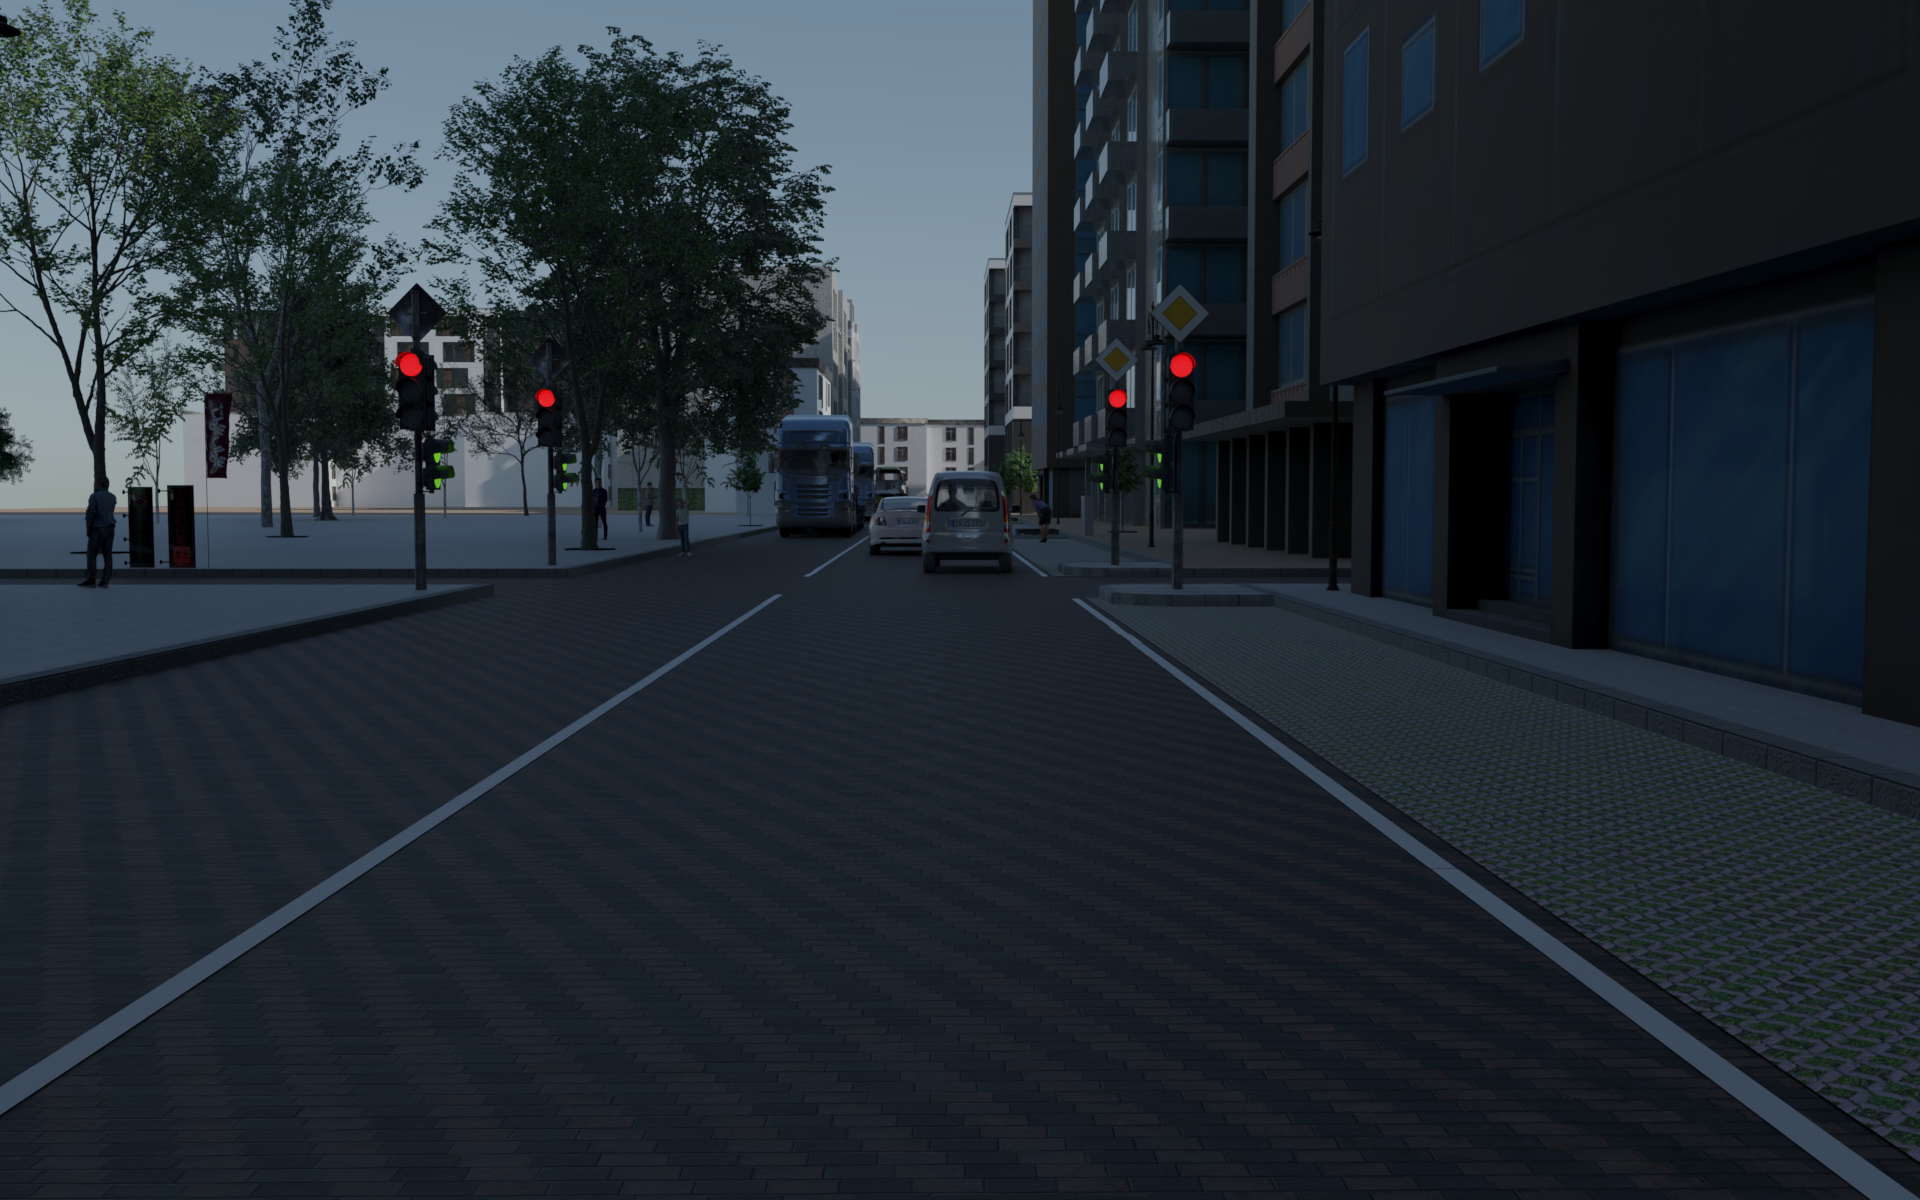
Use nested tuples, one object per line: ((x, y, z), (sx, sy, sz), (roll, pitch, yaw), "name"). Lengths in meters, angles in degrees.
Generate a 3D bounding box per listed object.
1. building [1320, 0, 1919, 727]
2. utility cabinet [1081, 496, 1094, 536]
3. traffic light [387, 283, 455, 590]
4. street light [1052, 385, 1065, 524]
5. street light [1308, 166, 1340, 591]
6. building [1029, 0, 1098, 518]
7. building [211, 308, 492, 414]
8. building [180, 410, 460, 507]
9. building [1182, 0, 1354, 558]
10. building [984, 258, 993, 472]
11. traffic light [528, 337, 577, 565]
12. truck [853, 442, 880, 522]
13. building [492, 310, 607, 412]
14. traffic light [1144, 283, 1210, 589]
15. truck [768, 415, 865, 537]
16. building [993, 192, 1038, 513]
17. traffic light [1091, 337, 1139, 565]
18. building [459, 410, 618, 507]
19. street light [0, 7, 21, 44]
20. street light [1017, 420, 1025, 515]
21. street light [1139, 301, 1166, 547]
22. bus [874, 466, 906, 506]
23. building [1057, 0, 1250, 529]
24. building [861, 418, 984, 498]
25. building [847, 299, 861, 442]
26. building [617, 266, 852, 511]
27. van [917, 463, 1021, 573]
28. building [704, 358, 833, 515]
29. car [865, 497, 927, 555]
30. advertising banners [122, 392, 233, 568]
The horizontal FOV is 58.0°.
((11.727, -22.288, 14.521), (14.600, 45.320, 14.200), (0, 4, -1), "building")
((3.973, -2.616, 53.938), (0.306, 1.237, 1.020), (0, 4, -2), "utility cabinet")
((-7.206, -2.090, 23.092), (0.839, 4.253, 0.868), (0, 4, -1), "traffic light")
((4.179, -6.163, 73.551), (0.468, 5.910, 1.993), (0, 4, -1), "street light")
((4.965, -3.064, 22.885), (0.468, 5.910, 1.993), (0, 4, -1), "street light")
((11.404, -27.404, 98.163), (14.600, 45.320, 14.200), (0, 4, -1), "building")
((-67.228, -22.014, 203.909), (32.646, 21.610, 27.936), (0, 4, -1), "building")
((-63.731, -14.403, 177.630), (28.070, 9.664, 9.099), (0, 4, -1), "building")
((20.270, -23.675, 41.714), (28.867, 44.769, 22.147), (0, 4, -1), "building")
((16.168, -19.735, 166.643), (27.936, 21.610, 32.646), (0, 4, -1), "building")
((-7.329, -2.578, 31.076), (0.839, 4.253, 0.868), (0, 4, -1), "traffic light")
((-5.892, -6.493, 95.911), (2.967, 4.110, 18.799), (0, 4, -2), "truck")
((-34.567, -21.970, 203.190), (32.646, 21.610, 27.936), (0, 4, -1), "building")
((2.914, -2.100, 23.263), (0.839, 4.253, 0.868), (0, 4, -1), "traffic light")
((-5.002, -4.584, 64.710), (2.967, 4.110, 18.799), (0, 4, -2), "truck")
((17.309, -17.743, 134.072), (27.936, 21.610, 32.646), (0, 4, -1), "building")
((2.791, -2.589, 31.247), (0.839, 4.253, 0.868), (0, 4, -1), "traffic light")
((-35.656, -14.396, 177.527), (28.070, 9.664, 9.099), (0, 4, -1), "building")
((-7.392, -2.433, 12.572), (0.468, 5.910, 1.993), (0, 4, -1), "street light")
((3.724, -8.149, 106.028), (0.468, 5.910, 1.993), (0, 4, -1), "street light")
((4.625, -4.213, 41.664), (0.468, 5.910, 1.993), (0, 4, -1), "street light")
((-6.308, -10.009, 155.188), (2.896, 3.916, 12.252), (0, 4, 0), "bus")
((16.763, -27.899, 75.764), (23.786, 49.044, 30.456), (0, 4, -1), "building")
((-3.729, -15.493, 195.460), (28.070, 9.664, 9.099), (0, 4, -1), "building")
((-15.868, -19.459, 174.570), (11.380, 20.091, 16.016), (0, 4, -1), "building")
((-18.533, -17.357, 150.252), (16.747, 18.905, 31.486), (0, 4, -1), "building")
((0.160, -1.582, 32.870), (2.013, 2.044, 4.112), (0, 4, 1), "van")
((-13.420, -10.920, 120.694), (9.099, 9.664, 28.070), (0, 4, -1), "building")
((-1.287, -1.826, 42.221), (2.083, 1.381, 4.827), (0, 4, -3), "car")
((-13.540, -2.069, 30.011), (2.074, 3.025, 0.090), (0, 4, 8), "advertising banners")
